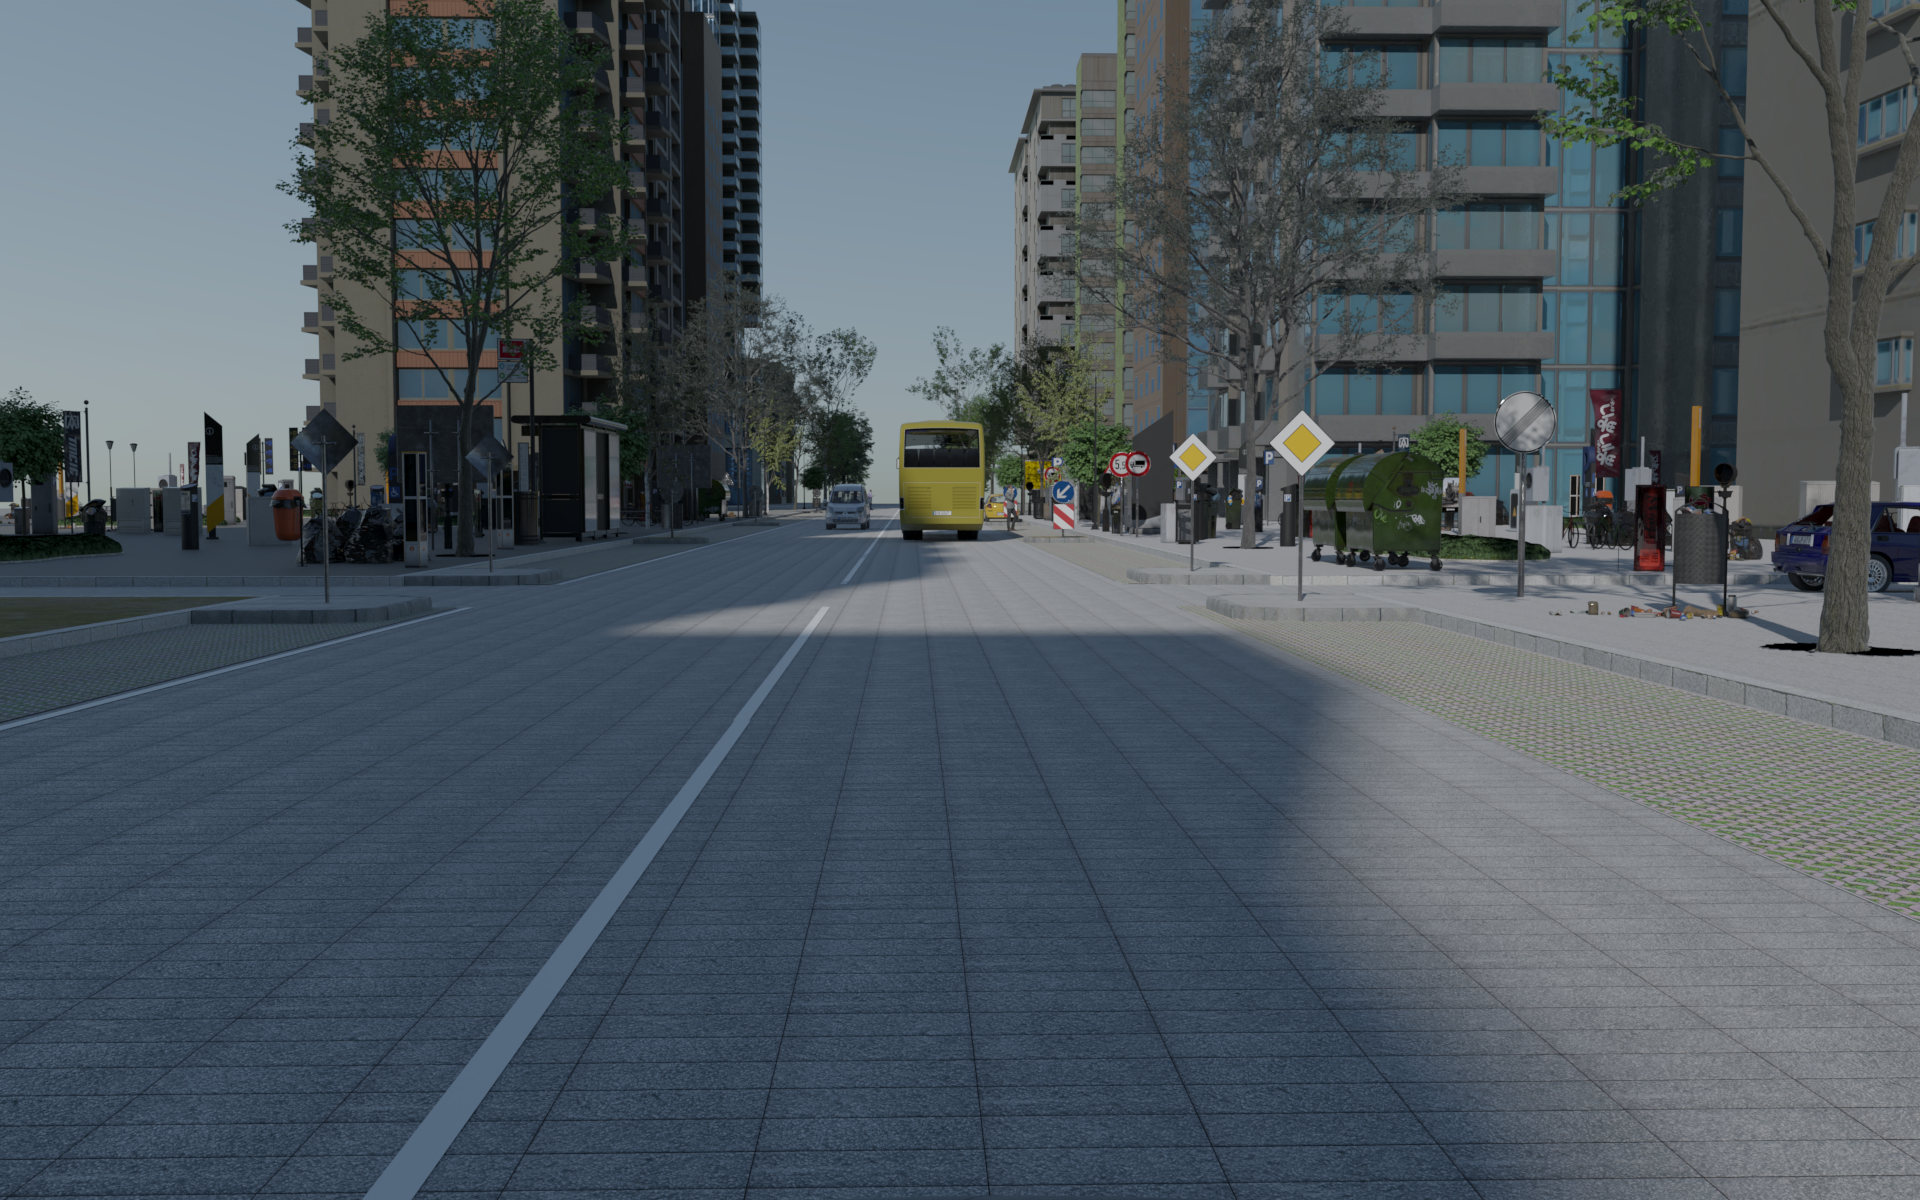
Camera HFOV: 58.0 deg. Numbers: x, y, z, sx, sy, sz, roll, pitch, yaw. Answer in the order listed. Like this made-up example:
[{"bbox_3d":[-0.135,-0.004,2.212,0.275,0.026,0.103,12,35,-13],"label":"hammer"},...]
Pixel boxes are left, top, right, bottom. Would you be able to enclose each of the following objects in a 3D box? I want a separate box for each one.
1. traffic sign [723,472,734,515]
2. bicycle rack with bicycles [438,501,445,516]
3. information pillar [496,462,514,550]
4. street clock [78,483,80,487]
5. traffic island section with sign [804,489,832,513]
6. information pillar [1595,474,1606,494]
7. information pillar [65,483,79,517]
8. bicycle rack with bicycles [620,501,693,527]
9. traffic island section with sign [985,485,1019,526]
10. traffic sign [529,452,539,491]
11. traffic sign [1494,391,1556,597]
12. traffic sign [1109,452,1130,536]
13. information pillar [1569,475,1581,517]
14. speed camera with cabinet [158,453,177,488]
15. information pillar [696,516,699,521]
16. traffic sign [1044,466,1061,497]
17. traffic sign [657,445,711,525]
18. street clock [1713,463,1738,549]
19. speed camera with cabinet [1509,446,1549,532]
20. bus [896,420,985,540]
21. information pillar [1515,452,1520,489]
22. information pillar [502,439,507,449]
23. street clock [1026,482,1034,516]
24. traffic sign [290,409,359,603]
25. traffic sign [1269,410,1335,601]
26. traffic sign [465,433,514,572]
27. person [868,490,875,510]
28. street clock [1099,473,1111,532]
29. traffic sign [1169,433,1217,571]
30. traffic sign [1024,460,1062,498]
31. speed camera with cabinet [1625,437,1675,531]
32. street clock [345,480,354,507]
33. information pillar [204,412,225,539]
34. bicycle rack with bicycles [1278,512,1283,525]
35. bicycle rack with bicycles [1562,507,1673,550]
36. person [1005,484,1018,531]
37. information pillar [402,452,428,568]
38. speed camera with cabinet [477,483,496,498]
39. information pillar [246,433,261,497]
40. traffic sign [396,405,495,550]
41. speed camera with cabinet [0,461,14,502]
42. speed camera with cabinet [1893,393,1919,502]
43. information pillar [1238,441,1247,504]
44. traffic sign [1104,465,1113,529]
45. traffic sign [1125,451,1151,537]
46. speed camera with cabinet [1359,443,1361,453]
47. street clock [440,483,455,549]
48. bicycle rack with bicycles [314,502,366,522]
[{"bbox_3d":[-13.720,-6.233,101.917,0.884,2.594,0.081,0,4,6],"label":"traffic sign"},{"bbox_3d":[-27.426,-4.637,89.189,2.852,0.926,2.925,2,4,33],"label":"bicycle rack with bicycles"},{"bbox_3d":[-10.562,-2.183,40.190,0.304,2.012,0.304,-3,5,-39],"label":"information pillar"},{"bbox_3d":[-44.694,-5.068,87.433,0.471,2.002,0.358,-2,4,-29],"label":"street clock"},{"bbox_3d":[-10.564,-7.329,128.450,1.989,1.847,2.006,0,4,-2],"label":"traffic island section with sign"},{"bbox_3d":[21.995,-3.365,59.517,0.304,2.012,0.304,2,4,28],"label":"information pillar"},{"bbox_3d":[-36.780,-4.910,71.638,0.504,3.616,0.183,-2,4,-27],"label":"information pillar"},{"bbox_3d":[-12.501,-3.415,69.209,2.925,0.926,2.852,2,4,33],"label":"bicycle rack with bicycles"},{"bbox_3d":[2.131,-4.278,78.578,1.989,1.847,2.006,0,4,-2],"label":"traffic island section with sign"},{"bbox_3d":[-12.901,-3.221,52.761,0.768,2.556,0.104,0,4,1],"label":"traffic sign"},{"bbox_3d":[6.979,-1.308,21.484,0.768,2.556,0.104,0,4,1],"label":"traffic sign"},{"bbox_3d":[4.912,-3.210,52.589,0.768,2.556,0.104,0,4,7],"label":"traffic sign"},{"bbox_3d":[23.862,-3.836,67.214,0.304,2.012,0.304,3,5,41],"label":"information pillar"},{"bbox_3d":[-38.603,-5.435,83.201,2.038,3.252,0.660,1,4,20],"label":"speed camera with cabinet"},{"bbox_3d":[-12.529,-5.592,82.782,0.183,3.616,0.504,0,4,-7],"label":"information pillar"},{"bbox_3d":[4.251,-4.860,79.573,0.768,2.556,0.104,0,4,4],"label":"traffic sign"},{"bbox_3d":[-11.430,-4.765,71.781,2.265,3.308,0.079,0,4,3],"label":"traffic sign"},{"bbox_3d":[17.791,-2.185,40.294,0.358,2.002,0.471,-3,5,-44],"label":"street clock"},{"bbox_3d":[19.018,-3.885,57.858,0.660,3.252,2.038,0,4,-3],"label":"speed camera with cabinet"},{"bbox_3d":[-0.694,-3.994,56.857,2.896,3.916,12.252,0,4,-2],"label":"bus"},{"bbox_3d":[22.126,-4.712,68.398,0.504,3.616,0.183,-2,4,-27],"label":"information pillar"},{"bbox_3d":[-19.395,-5.042,73.785,0.183,3.616,0.504,-2,4,-32],"label":"information pillar"},{"bbox_3d":[4.157,-6.036,103.254,0.471,2.002,0.358,0,4,7],"label":"street clock"},{"bbox_3d":[-7.469,-1.024,20.387,0.795,2.450,0.064,0,4,-2],"label":"traffic sign"},{"bbox_3d":[4.071,-1.043,20.692,0.795,2.450,0.064,0,4,-2],"label":"traffic sign"},{"bbox_3d":[-7.695,-1.512,28.369,0.795,2.450,0.064,0,4,-2],"label":"traffic sign"},{"bbox_3d":[-7.987,-9.045,156.259,0.599,1.838,0.709,-3,5,-42],"label":"person"},{"bbox_3d":[4.957,-3.315,58.767,0.471,2.002,0.358,-2,4,-29],"label":"street clock"},{"bbox_3d":[3.845,-1.531,28.674,0.795,2.450,0.064,0,4,-2],"label":"traffic sign"},{"bbox_3d":[5.002,-6.753,104.283,2.265,3.308,0.079,0,4,1],"label":"traffic sign"},{"bbox_3d":[24.142,-4.032,60.252,2.038,3.252,0.660,-1,4,-20],"label":"speed camera with cabinet"},{"bbox_3d":[-30.864,-5.083,87.679,0.358,2.002,0.471,2,4,32],"label":"street clock"},{"bbox_3d":[-21.125,-3.529,49.046,0.504,3.616,0.183,-1,4,-22],"label":"information pillar"},{"bbox_3d":[13.028,-3.102,64.101,2.925,0.926,2.852,3,5,40],"label":"bicycle rack with bicycles"},{"bbox_3d":[15.368,-1.658,40.497,2.852,0.926,2.925,0,4,4],"label":"bicycle rack with bicycles"},{"bbox_3d":[1.990,-3.561,66.898,0.473,1.802,0.592,3,5,40],"label":"person"},{"bbox_3d":[-9.491,-1.571,30.176,0.304,2.012,0.304,1,4,11],"label":"information pillar"},{"bbox_3d":[-22.241,-5.348,81.772,0.660,3.252,2.038,0,4,2],"label":"speed camera with cabinet"},{"bbox_3d":[-27.030,-4.585,66.317,0.504,3.616,0.183,-2,4,-28],"label":"information pillar"},{"bbox_3d":[-11.768,-2.798,39.621,2.265,3.308,0.079,0,4,2],"label":"traffic sign"},{"bbox_3d":[-26.913,-3.254,47.532,0.660,3.252,2.038,0,4,8],"label":"speed camera with cabinet"},{"bbox_3d":[18.388,-2.385,33.326,0.660,3.252,2.038,2,4,25],"label":"speed camera with cabinet"},{"bbox_3d":[12.096,-5.046,73.863,0.183,3.616,0.504,-3,5,-43],"label":"information pillar"},{"bbox_3d":[5.575,-3.876,63.376,0.884,2.594,0.081,0,4,1],"label":"traffic sign"},{"bbox_3d":[5.240,-3.123,51.173,0.768,2.556,0.104,0,4,-1],"label":"traffic sign"},{"bbox_3d":[15.532,-4.419,66.588,0.660,3.252,2.038,1,4,14],"label":"speed camera with cabinet"},{"bbox_3d":[-11.975,-2.196,40.480,0.358,2.002,0.471,-1,4,-18],"label":"street clock"},{"bbox_3d":[-27.448,-3.918,77.443,2.925,0.926,2.852,-3,5,-43],"label":"bicycle rack with bicycles"}]
